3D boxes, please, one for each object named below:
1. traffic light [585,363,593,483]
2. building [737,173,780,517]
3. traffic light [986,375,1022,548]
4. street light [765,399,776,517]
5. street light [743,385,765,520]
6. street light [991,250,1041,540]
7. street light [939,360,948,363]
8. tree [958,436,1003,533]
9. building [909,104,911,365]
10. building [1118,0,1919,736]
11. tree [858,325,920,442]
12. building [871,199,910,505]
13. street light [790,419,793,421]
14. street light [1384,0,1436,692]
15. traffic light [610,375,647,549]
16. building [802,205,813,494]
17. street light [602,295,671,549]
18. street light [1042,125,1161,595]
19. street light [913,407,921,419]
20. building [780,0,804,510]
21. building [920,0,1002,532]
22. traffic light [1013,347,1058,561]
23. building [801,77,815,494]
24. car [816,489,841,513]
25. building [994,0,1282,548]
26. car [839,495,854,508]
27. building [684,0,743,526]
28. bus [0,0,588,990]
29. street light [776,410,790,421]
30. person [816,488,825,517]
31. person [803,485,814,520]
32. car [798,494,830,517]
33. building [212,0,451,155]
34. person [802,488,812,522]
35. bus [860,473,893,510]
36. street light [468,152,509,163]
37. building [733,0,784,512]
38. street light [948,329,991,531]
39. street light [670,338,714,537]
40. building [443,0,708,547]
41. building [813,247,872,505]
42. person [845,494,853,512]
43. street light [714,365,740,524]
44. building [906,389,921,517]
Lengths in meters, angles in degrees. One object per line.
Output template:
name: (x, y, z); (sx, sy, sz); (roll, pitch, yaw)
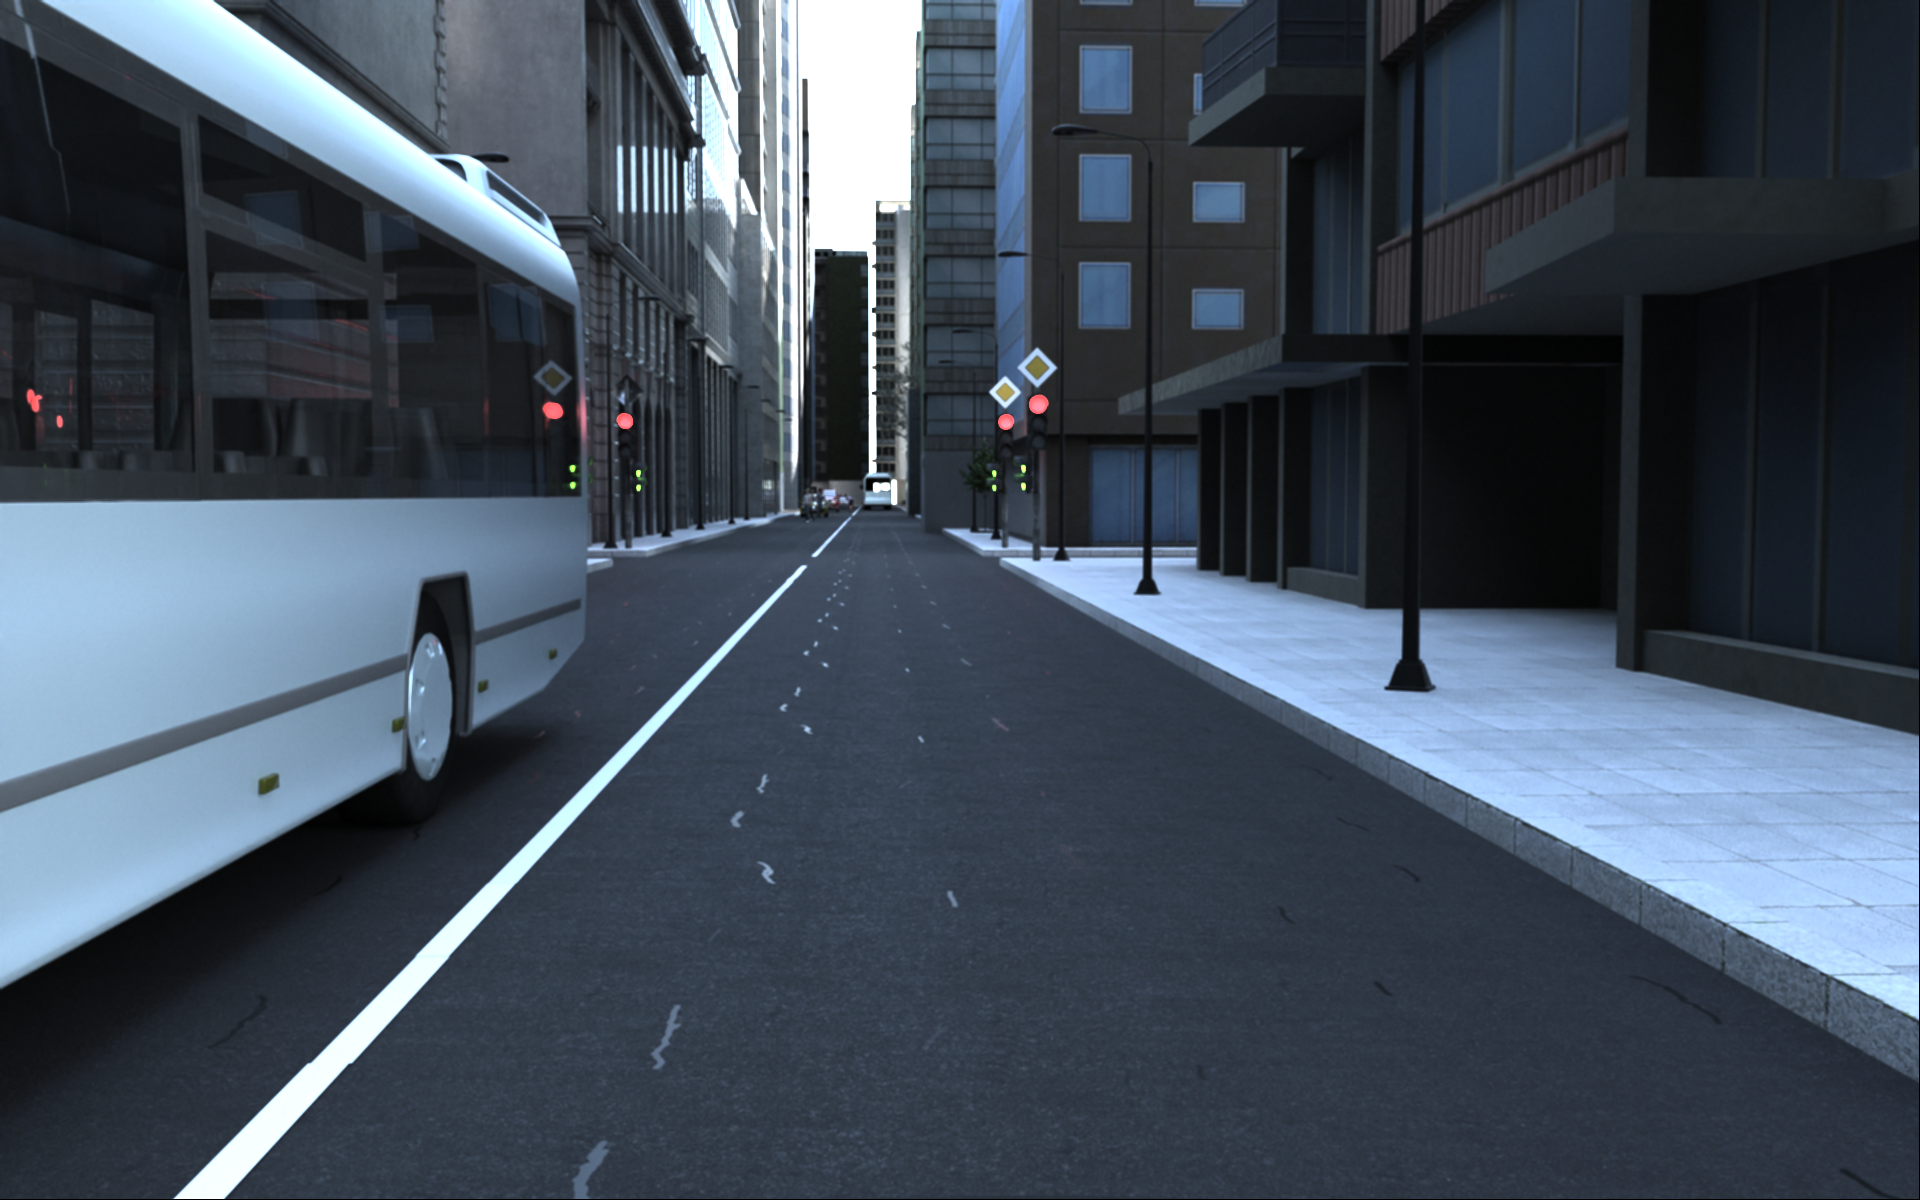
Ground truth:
traffic light: (-7.397, -2.680, 32.742); (0.839, 4.253, 0.868); (0, 4, -3)
building: (-16.398, -15.156, 102.550); (10.420, 20.320, 16.860); (0, 4, -3)
traffic light: (1.052, -3.196, 41.176); (0.839, 4.253, 0.868); (0, 4, -3)
street light: (-9.918, -6.869, 84.853); (1.470, 5.913, 1.316); (0, 4, -3)
street light: (-9.240, -6.210, 74.072); (1.470, 5.913, 1.316); (0, 4, -3)
street light: (1.418, -3.709, 33.186); (1.470, 5.913, 1.316); (0, 4, -3)
street light: (-0.036, -5.346, 59.952); (1.470, 5.913, 1.316); (0, 4, -3)
tree: (0.717, -3.851, 57.566); (1.663, 3.219, 1.824); (0, 3, 0)
building: (2.877, -28.959, 157.077); (14.154, 41.232, 14.086); (0, 4, -3)
building: (14.251, -22.102, 15.995); (22.147, 44.769, 28.867); (0, 4, -3)
tree: (-2.149, -12.961, 122.278); (12.009, 13.543, 11.850); (0, 3, 0)
building: (0.960, -32.047, 215.843); (23.993, 40.220, 32.217); (0, 4, -3)
street light: (-11.010, -8.221, 106.954); (1.470, 5.913, 1.316); (0, 4, -3)
street light: (2.421, -2.364, 11.197); (1.470, 5.913, 1.316); (0, 4, -3)
traffic light: (-7.798, -3.168, 40.717); (0.839, 4.253, 0.868); (0, 4, -3)
building: (-21.790, -24.118, 166.031); (14.160, 30.474, 14.107); (0, 4, -3)
street light: (-7.686, -4.163, 40.613); (1.470, 5.913, 1.316); (0, 4, -3)
street light: (1.858, -3.024, 21.984); (1.470, 5.913, 1.316); (0, 4, -3)
street light: (-1.634, -7.326, 92.316); (1.470, 5.913, 1.316); (0, 4, -3)
building: (-24.181, -36.781, 143.373); (21.231, 58.520, 28.212); (0, 4, -3)
building: (5.348, -23.645, 70.184); (14.154, 41.232, 14.086); (0, 4, -3)
traffic light: (1.453, -2.708, 33.201); (0.839, 4.253, 0.868); (0, 4, -3)
building: (-22.752, -32.600, 183.122); (14.200, 45.320, 14.600); (0, 4, -3)
car: (-10.490, -7.804, 136.265); (2.281, 1.827, 5.304); (0, 4, -4)
building: (8.427, -24.271, 46.942); (14.200, 45.320, 14.600); (0, 4, -3)
car: (-12.040, -10.241, 179.801); (2.083, 1.381, 4.827); (0, 4, -3)
building: (-16.672, -18.437, 78.930); (11.434, 29.767, 29.804); (0, 4, -3)
bus: (-3.420, -0.577, 4.302); (2.948, 3.499, 13.247); (0, 4, -2)
street light: (-10.355, -7.542, 95.846); (1.470, 5.913, 1.316); (0, 4, -3)
person: (-8.540, -5.960, 106.123); (0.466, 1.800, 0.511); (1, 4, 10)
person: (-8.240, -5.288, 94.315); (0.648, 1.900, 0.474); (2, 4, 35)
car: (-9.113, -6.012, 108.512); (2.015, 1.641, 3.980); (0, 4, -3)
building: (-18.541, -12.092, 26.583); (19.941, 23.489, 11.050); (0, 4, -3)
person: (-7.691, -4.791, 87.500); (0.731, 1.740, 0.598); (2, 4, 34)
bus: (-7.738, -10.148, 160.786); (2.948, 3.499, 13.247); (0, 4, -4)
street light: (-6.832, -3.128, 23.691); (1.470, 5.913, 1.316); (0, 4, -3)
building: (-19.933, -26.812, 121.971); (14.154, 41.232, 14.086); (0, 4, -3)
street light: (0.484, -4.663, 48.774); (1.470, 5.913, 1.316); (0, 4, -3)
street light: (-8.227, -4.834, 51.583); (1.470, 5.913, 1.316); (0, 4, -3)
building: (-15.357, -12.860, 52.058); (13.314, 21.916, 24.055); (0, 4, -3)
building: (-17.594, -26.551, 205.805); (14.107, 30.474, 14.160); (0, 4, -3)
person: (-8.749, -7.625, 136.398); (0.697, 1.427, 0.421); (0, 4, -2)
street light: (-8.830, -5.494, 62.367); (1.470, 5.913, 1.316); (0, 4, -3)
building: (8.261, -48.122, 99.472); (22.319, 86.520, 31.000); (0, 4, -3)
